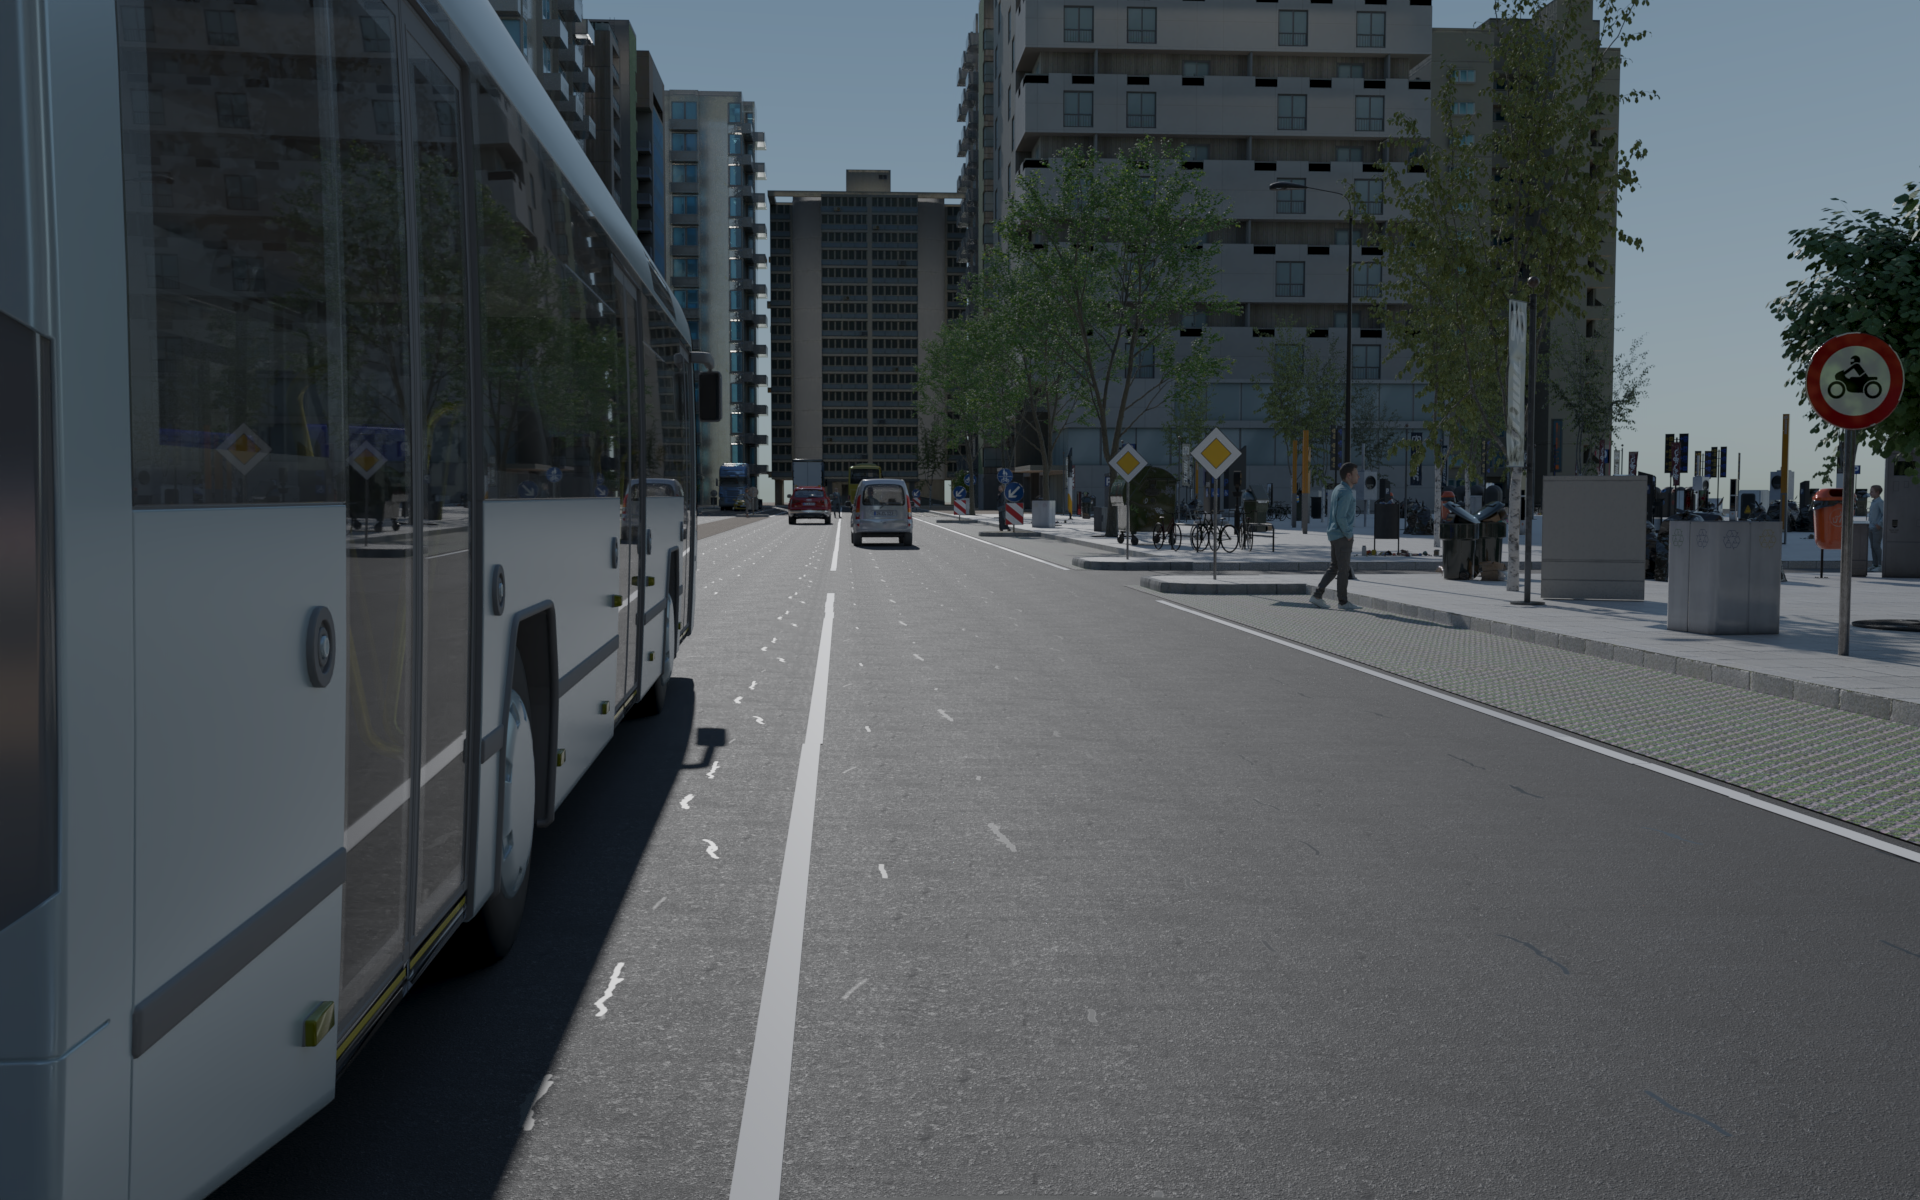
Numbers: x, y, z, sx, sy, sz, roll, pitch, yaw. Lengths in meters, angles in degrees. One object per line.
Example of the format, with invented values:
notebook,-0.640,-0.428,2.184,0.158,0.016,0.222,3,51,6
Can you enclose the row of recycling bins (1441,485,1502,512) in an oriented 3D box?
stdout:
row of recycling bins,23.866,-4.514,80.909,1.069,1.692,3.534,-2,4,-29

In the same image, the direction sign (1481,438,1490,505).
direction sign,21.268,-4.779,70.132,0.379,3.537,0.876,3,4,38

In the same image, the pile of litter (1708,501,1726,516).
pile of litter,44.890,-5.449,103.058,1.176,0.858,1.719,0,4,6

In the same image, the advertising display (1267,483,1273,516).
advertising display,18.293,-5.934,102.242,0.123,1.923,0.974,0,4,-4

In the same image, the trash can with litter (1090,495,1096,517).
trash can with litter,7.187,-5.204,96.150,1.678,1.210,2.233,-2,4,-34

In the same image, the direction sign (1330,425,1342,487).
direction sign,12.383,-3.979,57.060,0.379,3.537,0.876,2,4,35

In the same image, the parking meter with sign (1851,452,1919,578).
parking meter with sign,14.525,-1.851,26.527,1.738,3.016,0.543,2,4,27

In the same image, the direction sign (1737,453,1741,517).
direction sign,42.717,-6.301,95.015,0.379,3.537,0.876,2,4,30

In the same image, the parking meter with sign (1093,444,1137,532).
parking meter with sign,5.300,-3.869,59.511,0.543,3.016,1.738,3,5,45

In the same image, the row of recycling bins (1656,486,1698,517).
row of recycling bins,41.019,-5.743,101.011,3.534,1.692,1.069,1,4,12

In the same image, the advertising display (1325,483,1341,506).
advertising display,22.352,-6.014,103.549,0.974,1.923,0.123,1,4,18

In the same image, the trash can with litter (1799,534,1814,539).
trash can with litter,24.902,-2.367,49.755,2.233,1.210,1.678,-1,4,-23

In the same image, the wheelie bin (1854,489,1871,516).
wheelie bin,52.235,-5.654,100.344,0.980,1.594,0.693,1,4,21

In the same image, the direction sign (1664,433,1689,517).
direction sign,26.791,-4.454,64.820,0.379,3.537,0.876,-3,5,-44

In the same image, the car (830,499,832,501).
car,-10.167,-6.846,123.735,2.131,1.459,4.920,0,4,-5

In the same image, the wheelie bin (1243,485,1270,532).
wheelie bin,10.001,-3.107,58.711,0.980,1.594,0.693,-3,4,-36

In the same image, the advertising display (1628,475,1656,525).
advertising display,23.375,-3.320,59.491,0.974,1.923,0.123,1,4,21

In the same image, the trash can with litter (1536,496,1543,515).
trash can with litter,35.598,-5.706,104.349,2.233,1.210,1.678,3,4,39

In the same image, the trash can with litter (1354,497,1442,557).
trash can with litter,9.193,-1.515,35.832,2.233,1.210,1.678,2,4,28

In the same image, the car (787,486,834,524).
car,-7.278,-4.613,84.089,2.281,1.827,5.304,0,4,-4

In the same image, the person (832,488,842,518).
person,-7.413,-5.867,104.601,0.661,1.801,0.590,-2,4,-28

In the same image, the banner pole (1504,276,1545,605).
banner pole,6.441,-1.825,19.859,0.401,3.779,0.863,3,5,42

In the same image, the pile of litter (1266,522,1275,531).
pile of litter,10.592,-2.875,60.978,1.719,0.858,1.176,-3,5,-44

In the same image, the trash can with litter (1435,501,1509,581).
trash can with litter,7.702,-0.885,25.860,1.055,1.170,0.624,2,4,34

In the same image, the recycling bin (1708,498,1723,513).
recycling bin,46.951,-5.819,107.699,0.722,1.027,0.722,3,5,41

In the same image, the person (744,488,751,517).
person,-12.900,-5.921,105.589,0.573,1.790,0.520,-3,5,-43

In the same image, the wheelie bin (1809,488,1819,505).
wheelie bin,46.771,-5.314,94.789,0.980,1.594,0.693,-1,4,-18

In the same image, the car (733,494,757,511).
car,-17.985,-8.257,145.219,2.015,1.641,3.980,0,4,-2

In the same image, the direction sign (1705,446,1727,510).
direction sign,36.152,-5.540,82.582,0.379,3.537,0.876,-2,4,-27

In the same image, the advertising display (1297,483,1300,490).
advertising display,18.904,-5.611,96.957,0.123,1.923,0.974,1,4,16

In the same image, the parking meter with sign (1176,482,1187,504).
parking meter with sign,11.719,-6.088,95.792,1.738,3.016,0.543,1,4,16

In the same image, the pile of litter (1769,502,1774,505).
pile of litter,45.651,-5.057,96.643,1.176,0.858,1.719,1,4,13

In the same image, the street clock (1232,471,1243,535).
street clock,8.725,-3.053,54.488,0.358,2.002,0.471,1,4,13

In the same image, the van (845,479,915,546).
van,-2.254,-2.583,49.245,2.013,2.044,4.112,0,4,-5

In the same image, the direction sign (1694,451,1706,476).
direction sign,38.810,-6.028,90.552,0.876,3.537,0.379,0,4,-3

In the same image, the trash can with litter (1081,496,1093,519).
trash can with litter,6.590,-4.775,89.461,0.624,1.170,1.055,0,4,0

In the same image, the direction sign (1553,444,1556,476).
direction sign,27.185,-5.338,79.266,0.379,3.537,0.876,1,4,13

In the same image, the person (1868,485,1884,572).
person,16.973,-1.333,32.098,0.330,1.601,0.589,1,4,14

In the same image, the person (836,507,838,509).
person,-12.110,-9.747,168.394,0.750,1.759,0.617,3,5,43

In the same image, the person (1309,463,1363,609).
person,4.688,-0.798,21.568,0.620,1.820,0.660,0,4,-4

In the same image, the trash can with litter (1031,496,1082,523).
trash can with litter,3.994,-3.972,76.007,2.233,1.210,1.678,-1,4,-8

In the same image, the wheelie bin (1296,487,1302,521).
wheelie bin,16.197,-4.567,82.578,0.693,1.594,0.980,0,4,8

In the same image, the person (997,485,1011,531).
person,1.568,-3.286,62.647,0.534,1.772,0.576,-1,4,-13

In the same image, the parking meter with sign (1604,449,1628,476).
parking meter with sign,25.908,-4.364,67.605,1.738,3.016,0.543,-1,4,-10

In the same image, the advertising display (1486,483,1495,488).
advertising display,29.720,-5.631,97.276,0.974,1.923,0.123,-3,5,-44
